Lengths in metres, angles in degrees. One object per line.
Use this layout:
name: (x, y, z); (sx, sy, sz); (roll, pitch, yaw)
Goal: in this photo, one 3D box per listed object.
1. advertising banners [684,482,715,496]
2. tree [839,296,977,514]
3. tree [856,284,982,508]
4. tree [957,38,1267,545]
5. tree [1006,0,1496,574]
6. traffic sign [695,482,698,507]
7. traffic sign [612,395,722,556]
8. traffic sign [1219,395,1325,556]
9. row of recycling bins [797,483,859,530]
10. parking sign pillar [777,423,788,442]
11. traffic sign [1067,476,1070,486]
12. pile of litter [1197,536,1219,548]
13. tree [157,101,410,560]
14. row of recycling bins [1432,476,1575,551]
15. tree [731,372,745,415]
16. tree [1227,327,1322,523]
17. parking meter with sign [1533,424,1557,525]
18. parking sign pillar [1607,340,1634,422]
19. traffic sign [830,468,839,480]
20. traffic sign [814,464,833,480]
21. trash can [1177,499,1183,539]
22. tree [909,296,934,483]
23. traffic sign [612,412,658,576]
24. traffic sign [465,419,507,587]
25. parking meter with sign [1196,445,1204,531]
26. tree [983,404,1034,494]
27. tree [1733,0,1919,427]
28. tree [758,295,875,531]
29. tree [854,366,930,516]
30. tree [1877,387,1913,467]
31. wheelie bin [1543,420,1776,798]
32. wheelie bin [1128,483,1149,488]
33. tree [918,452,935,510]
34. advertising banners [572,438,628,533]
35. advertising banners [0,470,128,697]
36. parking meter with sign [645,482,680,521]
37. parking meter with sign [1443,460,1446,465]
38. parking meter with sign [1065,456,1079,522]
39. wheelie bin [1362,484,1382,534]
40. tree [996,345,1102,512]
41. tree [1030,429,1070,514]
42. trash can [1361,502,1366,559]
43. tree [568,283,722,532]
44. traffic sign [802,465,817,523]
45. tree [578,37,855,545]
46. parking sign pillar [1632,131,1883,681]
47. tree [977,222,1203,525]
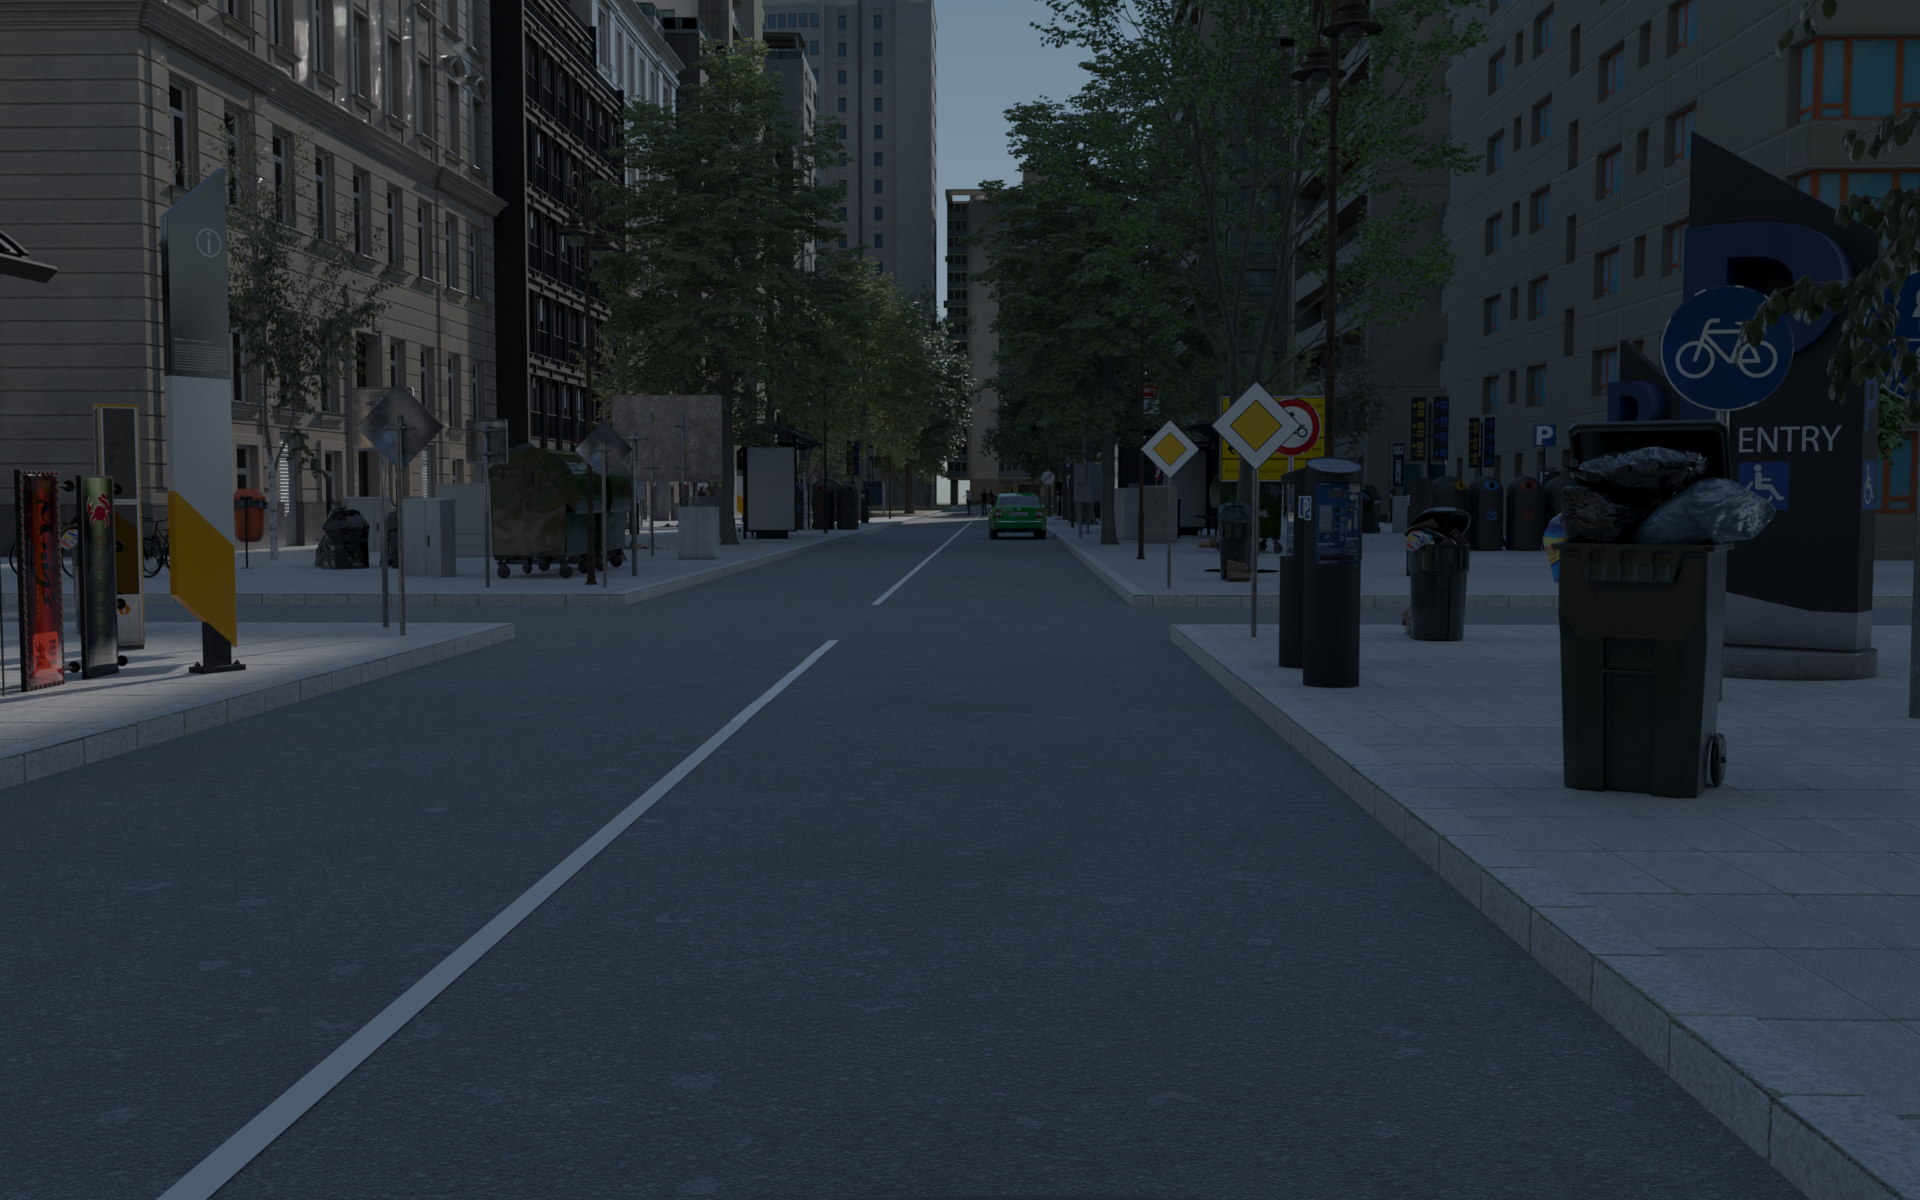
advertising banners: (-13.290, -5.593, 87.637); (2.074, 3.025, 0.090); (2, 4, 27)
tree: (-3.204, -12.464, 110.448); (9.857, 13.997, 8.962); (0, 3, 0)
tree: (-3.825, -18.548, 159.145); (12.611, 20.169, 13.585); (0, 3, 0)
tree: (3.830, -7.655, 43.287); (7.486, 12.596, 7.792); (0, 3, 0)
tree: (4.610, -6.247, 27.893); (9.928, 11.665, 9.643); (0, 3, 0)
traffic sign: (-5.498, -2.083, 36.179); (0.606, 2.300, 0.079); (1, 4, 11)
traffic sign: (-6.026, -2.555, 35.643); (2.265, 3.308, 0.079); (0, 4, 2)
traffic sign: (6.510, -2.568, 35.855); (2.265, 3.308, 0.079); (0, 4, 3)
row of recycling bins: (-5.412, -3.389, 62.517); (3.534, 1.692, 1.069); (0, 4, 2)
parking sign pillar: (-6.648, -4.788, 66.758); (1.447, 3.967, 1.447); (1, 4, 11)
traffic sign: (6.096, -5.697, 95.270); (0.606, 2.300, 0.079); (0, 4, 5)
pile of litter: (6.237, -1.669, 41.253); (1.176, 0.858, 1.719); (0, 4, 2)
tree: (-13.126, -5.086, 33.516); (4.360, 8.622, 3.978); (0, 3, 0)
row of recycling bins: (12.313, -1.963, 39.208); (3.534, 1.692, 1.069); (0, 4, -4)
tree: (-11.397, -7.567, 74.081); (4.360, 8.622, 3.978); (0, 3, 0)
tree: (13.847, -7.662, 75.641); (4.737, 8.622, 4.395); (0, 3, 0)
parking meter with sign: (15.009, -2.937, 44.279); (0.543, 3.016, 1.738); (2, 4, 25)
parking sign pillar: (11.669, -2.520, 29.672); (1.447, 3.967, 1.447); (-1, 4, -20)
traffic sign: (-5.714, -4.679, 77.679); (0.795, 2.450, 0.064); (0, 4, 7)
traffic sign: (-5.549, -4.295, 70.329); (0.768, 2.556, 0.104); (0, 4, 3)
trash can: (5.730, -2.191, 47.476); (0.748, 1.137, 0.748); (0, 3, 0)
tree: (-4.461, -10.087, 83.050); (7.486, 12.596, 7.792); (0, 3, 0)
traffic sign: (-5.085, -1.643, 26.975); (0.768, 2.556, 0.104); (0, 4, 8)
traffic sign: (-6.495, -1.323, 23.764); (0.606, 2.300, 0.079); (1, 4, 11)
parking meter with sign: (8.377, -3.979, 61.317); (0.543, 3.016, 1.738); (0, 4, 3)
tree: (7.168, -16.003, 172.025); (12.009, 13.543, 11.850); (0, 3, 0)
tree: (3.417, -3.315, 4.557); (4.360, 8.622, 3.978); (0, 3, 0)
tree: (-5.299, -6.726, 60.328); (4.737, 8.622, 4.395); (0, 3, 0)
tree: (-4.157, -9.099, 99.130); (4.360, 8.622, 3.978); (0, 3, 0)
tree: (13.032, -2.597, 26.174); (4.285, 4.588, 4.351); (0, 3, 0)
wheelie bin: (3.001, 0.022, 7.541); (0.980, 1.594, 0.693); (2, 4, 32)
wheelie bin: (5.220, -2.638, 51.035); (0.980, 1.594, 0.693); (-1, 4, -14)
tree: (-3.288, -11.712, 141.857); (4.737, 8.622, 4.395); (0, 3, 0)
advertising banners: (-11.365, -3.579, 54.697); (0.090, 3.025, 2.074); (3, 5, 42)
advertising banners: (-6.055, -0.930, 11.386); (0.090, 3.025, 2.074); (0, 4, 0)
parking meter with sign: (-14.222, -5.279, 82.566); (1.738, 3.016, 0.543); (-3, 4, -37)
parking meter with sign: (20.631, -4.558, 70.791); (0.543, 3.016, 1.738); (-3, 5, -40)
parking meter with sign: (5.277, -5.118, 79.943); (0.543, 3.016, 1.738); (1, 4, 15)
wheelie bin: (13.328, -2.976, 56.558); (0.693, 1.594, 0.980); (3, 4, 37)
tree: (7.185, -13.444, 126.462); (9.857, 13.997, 8.962); (0, 3, 0)
tree: (6.008, -9.706, 109.062); (4.360, 8.622, 3.978); (0, 3, 0)
trash can: (7.261, -1.280, 32.583); (0.748, 1.137, 0.748); (0, 3, 0)
tree: (-10.669, -6.599, 58.259); (4.360, 8.622, 3.978); (0, 3, 0)
traffic sign: (-6.521, -4.625, 75.731); (0.768, 2.556, 0.104); (1, 4, 9)
tree: (-5.835, -7.652, 43.240); (7.486, 12.596, 7.792); (0, 3, 0)
parking sign pillar: (5.865, -1.469, 12.486); (1.447, 3.967, 1.447); (3, 5, 41)
tree: (5.514, -9.527, 72.777); (9.611, 12.733, 9.660); (0, 3, 0)
